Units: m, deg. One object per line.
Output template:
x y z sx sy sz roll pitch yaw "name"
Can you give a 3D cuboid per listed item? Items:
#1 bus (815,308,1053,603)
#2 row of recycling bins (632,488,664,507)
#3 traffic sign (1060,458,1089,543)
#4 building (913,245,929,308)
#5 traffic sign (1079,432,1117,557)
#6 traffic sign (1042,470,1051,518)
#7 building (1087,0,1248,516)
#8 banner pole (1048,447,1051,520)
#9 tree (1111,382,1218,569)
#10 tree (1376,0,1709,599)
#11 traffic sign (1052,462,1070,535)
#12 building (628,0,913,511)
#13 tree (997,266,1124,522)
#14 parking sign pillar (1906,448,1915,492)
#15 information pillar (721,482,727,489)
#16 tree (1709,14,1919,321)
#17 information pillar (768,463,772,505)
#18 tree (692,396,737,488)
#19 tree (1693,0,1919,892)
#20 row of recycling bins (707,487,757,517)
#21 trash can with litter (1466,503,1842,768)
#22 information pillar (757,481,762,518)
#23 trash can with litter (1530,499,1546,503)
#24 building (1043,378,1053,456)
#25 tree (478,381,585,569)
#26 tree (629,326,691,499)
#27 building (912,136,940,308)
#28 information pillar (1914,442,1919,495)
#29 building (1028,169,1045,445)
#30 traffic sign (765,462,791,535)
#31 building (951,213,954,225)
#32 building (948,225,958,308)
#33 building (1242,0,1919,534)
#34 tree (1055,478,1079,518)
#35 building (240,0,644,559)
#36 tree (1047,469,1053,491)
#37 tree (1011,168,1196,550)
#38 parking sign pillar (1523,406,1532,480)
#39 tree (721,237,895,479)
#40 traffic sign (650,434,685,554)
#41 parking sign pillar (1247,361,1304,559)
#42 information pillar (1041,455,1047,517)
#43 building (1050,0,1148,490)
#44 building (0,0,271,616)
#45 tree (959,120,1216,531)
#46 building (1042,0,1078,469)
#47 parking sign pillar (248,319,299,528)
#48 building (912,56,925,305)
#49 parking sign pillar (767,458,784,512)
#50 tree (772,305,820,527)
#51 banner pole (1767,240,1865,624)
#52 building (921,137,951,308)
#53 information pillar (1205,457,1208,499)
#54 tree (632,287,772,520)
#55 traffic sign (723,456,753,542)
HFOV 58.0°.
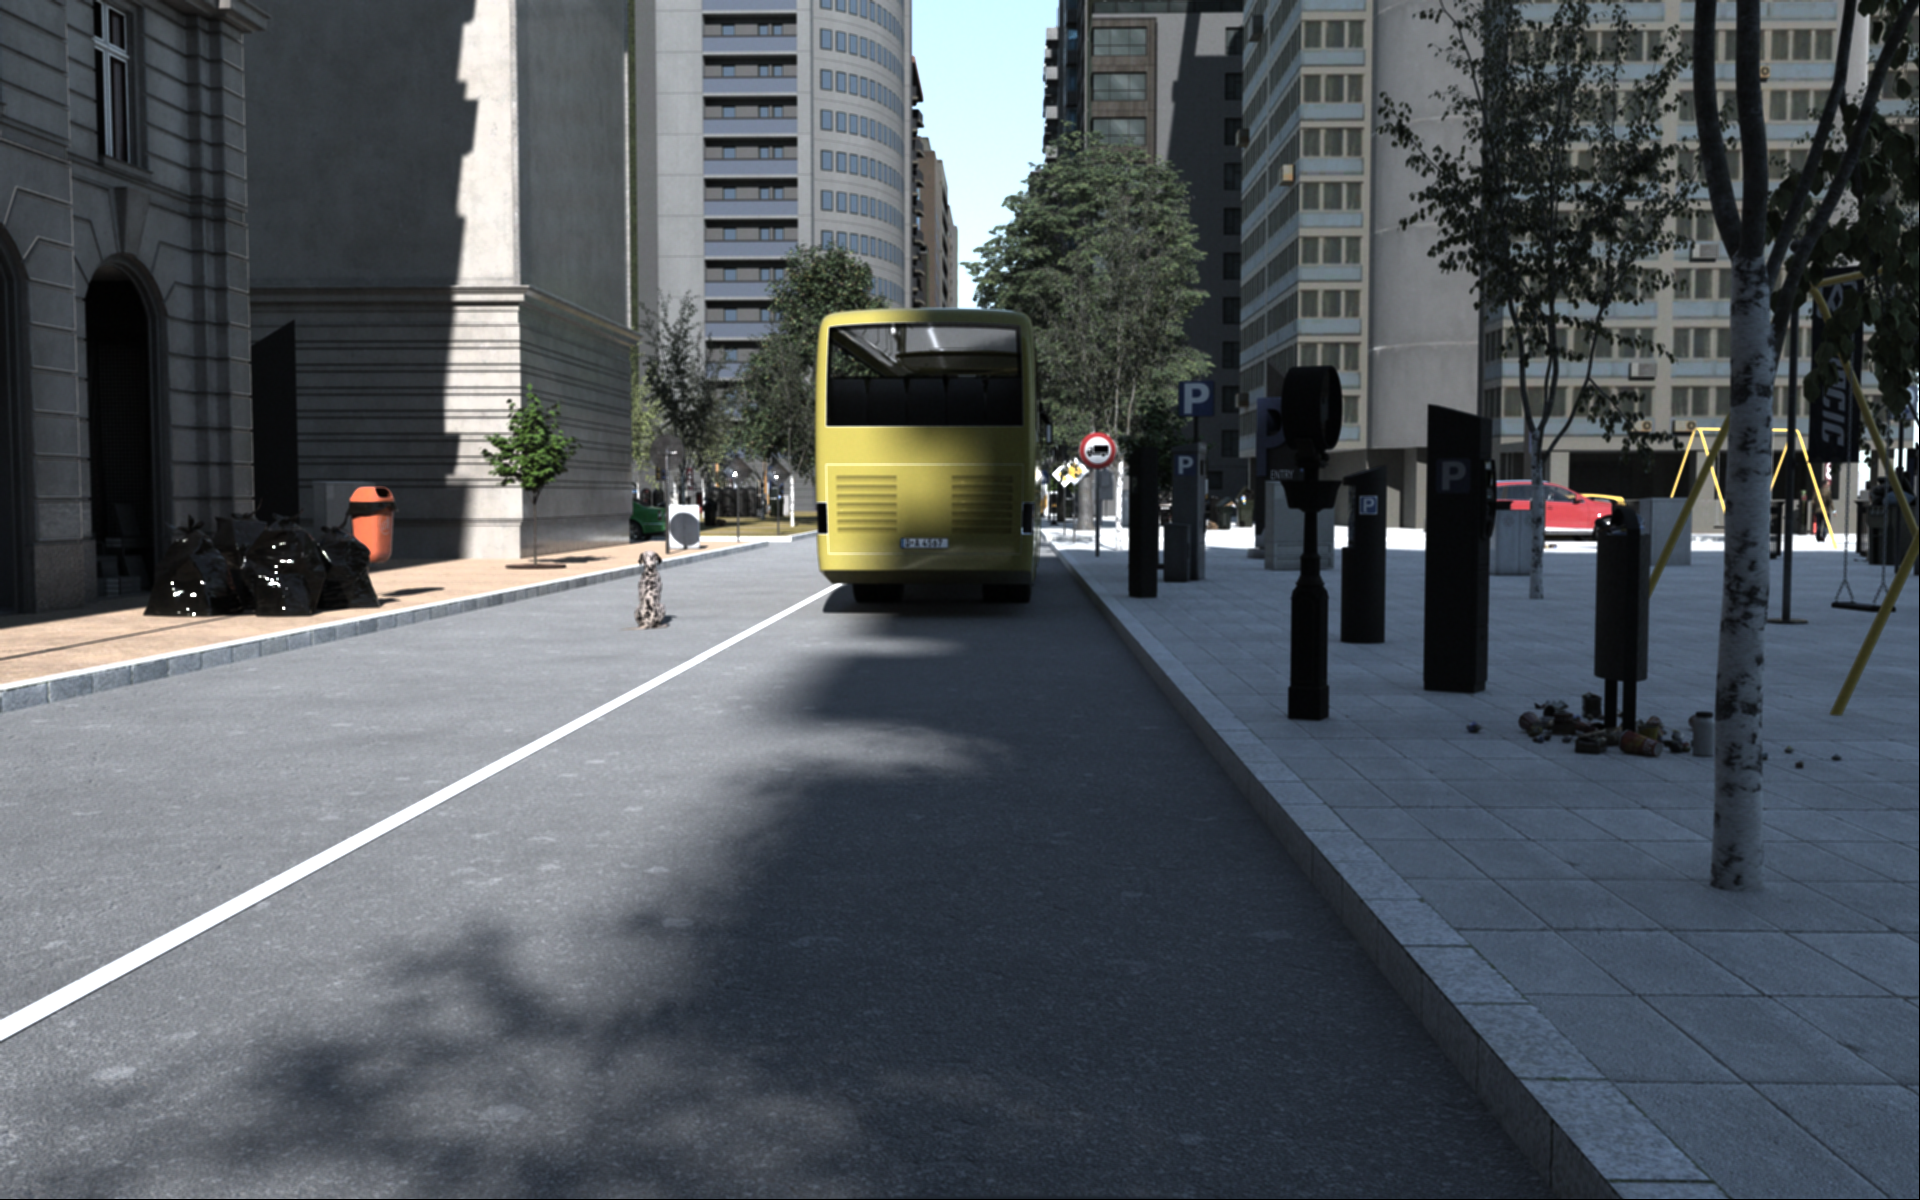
-0.076 -2.092 25.743 2.896 3.916 12.252 0 4 3 "bus"
-23.151 -7.214 125.062 3.534 1.692 1.069 -1 4 -21 "row of recycling bins"
3.010 -2.568 45.621 0.795 2.450 0.064 0 4 2 "traffic sign"
-10.767 -25.780 193.207 14.160 30.474 14.107 0 4 2 "building"
2.817 -2.160 35.416 0.768 2.556 0.104 1 4 10 "traffic sign"
4.419 -5.598 91.635 0.768 2.556 0.104 1 4 10 "traffic sign"
14.688 -20.420 105.566 14.160 30.474 14.107 0 4 2 "building"
4.399 -5.800 84.843 0.401 3.779 0.863 1 4 8 "banner pole"
3.369 -2.174 30.152 1.663 3.219 1.824 0 3 0 "tree"
7.025 -4.305 20.754 4.360 8.622 3.978 0 3 0 "tree"
3.237 -3.056 53.603 0.795 2.450 0.064 0 4 2 "traffic sign"
-15.164 -36.727 142.481 21.231 58.520 28.212 0 4 2 "building"
4.420 -9.346 78.558 9.928 11.665 9.643 0 3 0 "tree"
51.702 -6.413 93.322 1.447 3.967 1.447 2 4 31 "parking sign pillar"
-14.245 -6.122 104.580 0.304 2.012 0.304 -1 4 -22 "information pillar"
12.876 -4.425 22.718 4.360 8.622 3.978 0 3 0 "tree"
-13.457 -8.073 123.344 0.504 3.616 0.183 2 4 24 "information pillar"
-17.891 -10.691 125.155 4.737 8.622 4.395 0 3 0 "tree"
2.756 -3.360 5.299 4.737 8.622 4.395 0 3 0 "tree"
-12.574 -5.458 96.356 1.069 1.692 3.534 3 4 39 "row of recycling bins"
3.574 0.110 9.256 1.678 1.210 2.233 1 4 11 "trash can with litter"
-10.817 -5.469 93.908 0.304 2.012 0.304 -3 4 -38 "information pillar"
13.366 -1.836 41.075 2.233 1.210 1.678 -3 4 -36 "trash can with litter"
17.624 -27.513 221.540 14.160 30.474 14.107 0 4 2 "building"
-7.513 -2.165 30.002 1.663 3.219 1.824 0 3 0 "tree"
-14.695 -7.601 74.638 4.737 8.622 4.395 0 3 0 "tree"
-9.759 -34.894 220.631 14.600 45.320 14.200 0 4 2 "building"
42.744 -5.255 77.274 0.183 3.616 0.504 0 4 -4 "information pillar"
25.206 -41.843 273.375 28.713 52.752 27.495 0 4 2 "building"
-5.653 -3.072 53.875 0.795 2.450 0.064 0 4 2 "traffic sign"
-11.878 -39.789 274.248 21.300 48.544 21.600 0 4 2 "building"
-7.476 -35.042 256.530 14.154 41.232 14.086 0 4 2 "building"
24.498 -23.178 70.845 23.993 40.220 32.217 0 4 2 "building"
6.188 -6.029 93.179 1.663 3.219 1.824 0 3 0 "tree"
-18.306 -12.398 38.864 21.152 22.565 11.583 0 4 2 "building"
5.339 -7.082 110.398 1.663 3.219 1.824 0 3 0 "tree"
3.527 -5.452 39.511 4.360 8.622 3.978 0 3 0 "tree"
17.696 -3.988 53.679 1.447 3.967 1.447 1 4 20 "parking sign pillar"
-5.909 -9.818 77.528 9.611 12.733 9.660 0 3 0 "tree"
-6.249 -2.253 36.940 0.768 2.556 0.104 0 4 8 "traffic sign"
6.483 -2.821 34.595 1.447 3.967 1.447 -2 4 -30 "parking sign pillar"
4.687 -6.480 97.295 0.504 3.616 0.183 -3 5 -41 "information pillar"
17.712 -42.768 137.514 20.563 71.187 20.611 0 4 2 "building"
-15.928 -10.407 11.959 13.314 21.916 24.055 0 4 2 "building"
4.509 -9.427 60.794 9.857 13.997 8.962 0 3 0 "tree"
19.013 -33.275 163.648 23.786 49.044 30.456 0 4 2 "building"
-10.927 -2.341 26.743 1.447 3.967 1.447 -1 4 -23 "parking sign pillar"
-14.901 -31.609 171.432 22.147 44.769 28.867 0 4 2 "building"
-12.751 -8.046 120.022 1.447 3.967 1.447 -3 4 -38 "parking sign pillar"
-6.400 -7.210 68.245 4.360 8.622 3.978 0 3 0 "tree"
8.404 -1.650 16.997 0.863 3.779 0.401 3 5 43 "banner pole"
-12.646 -37.611 238.636 21.300 48.544 21.600 0 4 2 "building"
13.455 -6.377 95.612 0.504 3.616 0.183 3 4 36 "information pillar"
-9.780 -6.831 62.056 4.360 8.622 3.978 0 3 0 "tree"
-5.880 -2.584 45.893 0.795 2.450 0.064 0 4 2 "traffic sign"
